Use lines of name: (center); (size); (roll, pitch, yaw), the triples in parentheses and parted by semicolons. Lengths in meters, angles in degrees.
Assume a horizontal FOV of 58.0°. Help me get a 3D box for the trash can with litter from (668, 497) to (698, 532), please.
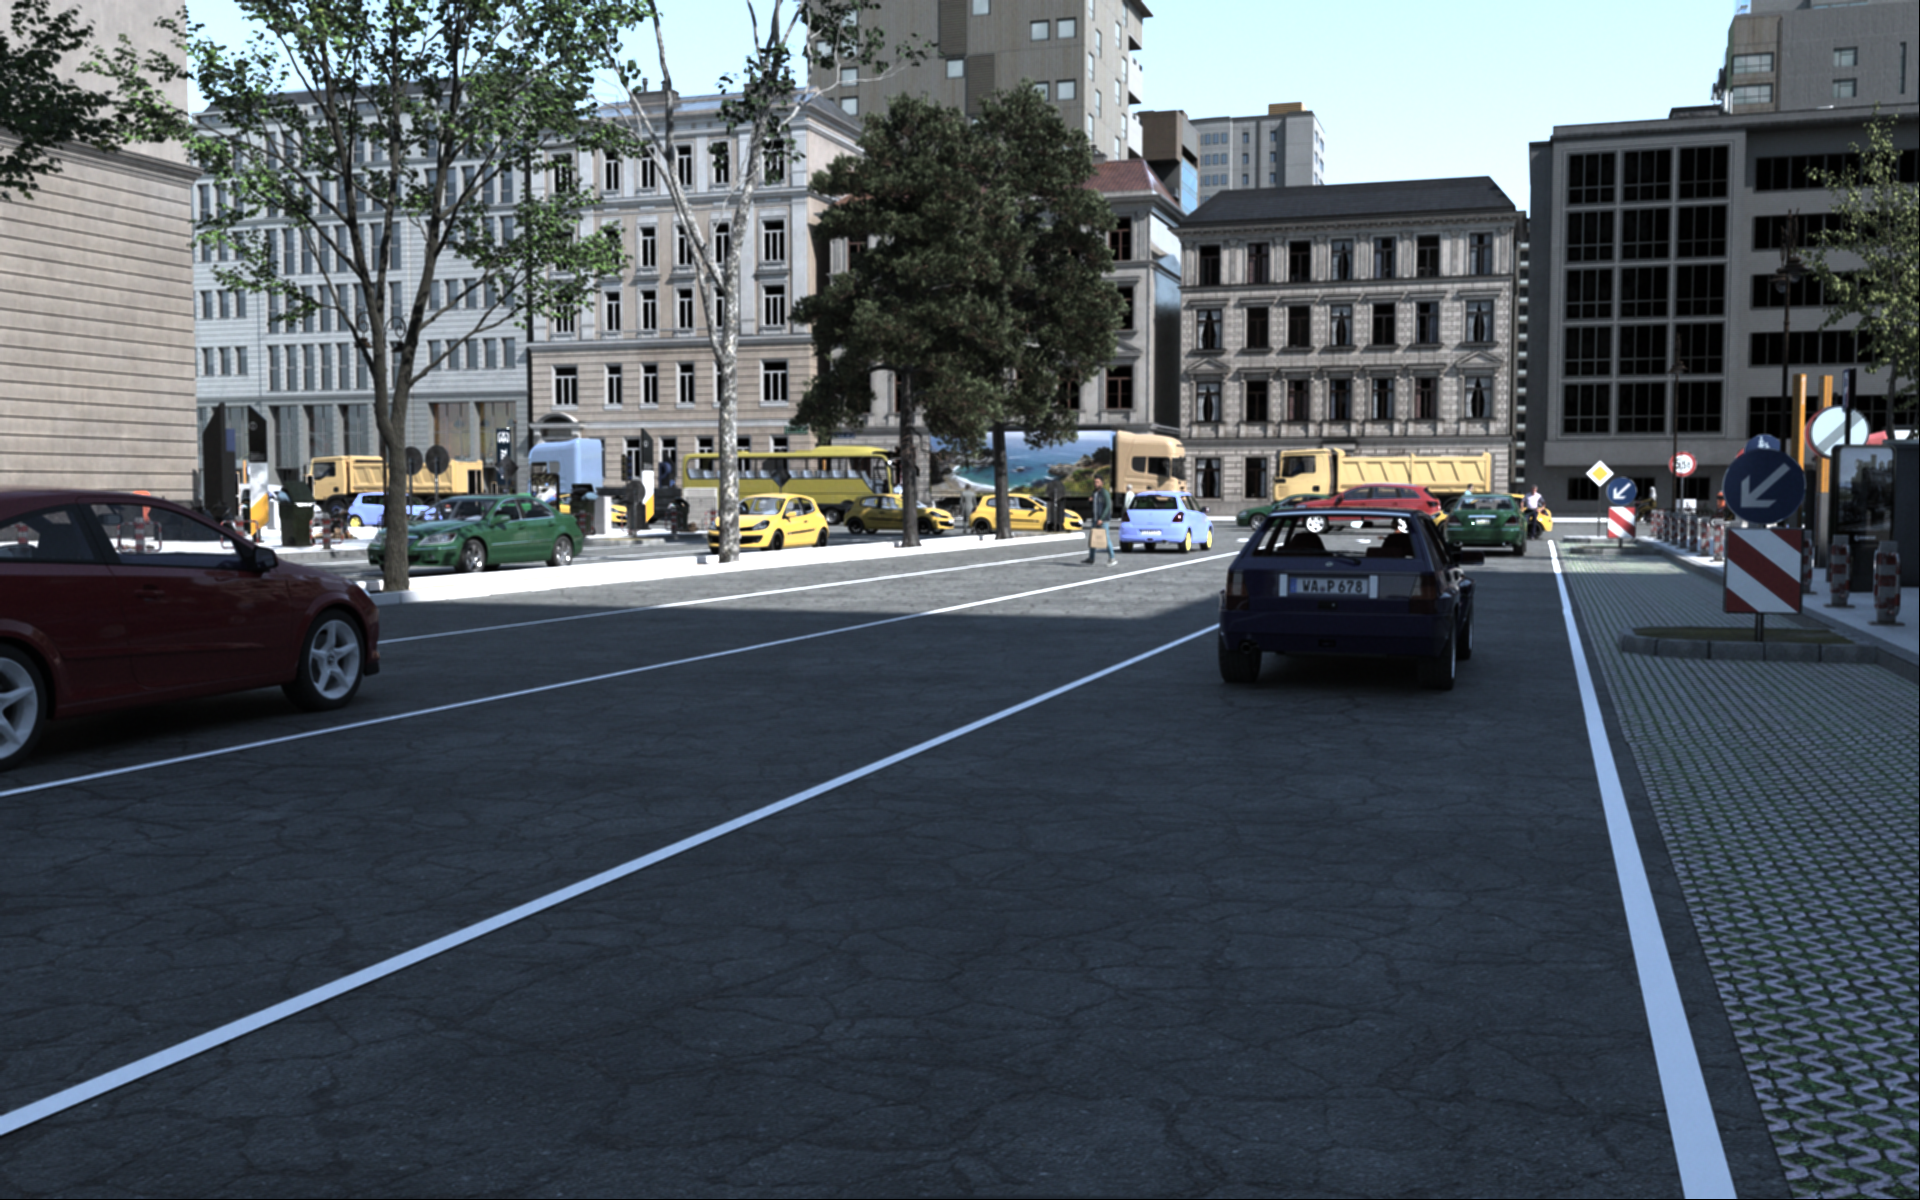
trash can with litter: (-9.383, -2.902, 58.827); (0.624, 1.170, 1.055); (2, 4, 27)

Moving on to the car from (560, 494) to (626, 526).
car: (-16.619, -4.132, 77.774); (3.980, 1.641, 2.015); (1, 4, 19)

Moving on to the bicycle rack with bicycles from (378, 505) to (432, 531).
bicycle rack with bicycles: (-18.307, -2.713, 57.740); (2.852, 0.926, 2.925); (1, 4, 20)

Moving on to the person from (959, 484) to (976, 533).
person: (0.316, -3.373, 63.745); (0.694, 1.812, 0.767); (-1, 4, -10)

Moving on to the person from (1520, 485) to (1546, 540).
person: (17.795, -2.718, 53.870); (0.756, 1.711, 0.436); (2, 4, 29)

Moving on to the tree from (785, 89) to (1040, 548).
tree: (-1.383, -7.396, 45.441); (6.751, 12.117, 7.091); (0, 3, 0)

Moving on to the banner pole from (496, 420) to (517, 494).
banner pole: (-15.209, -4.183, 58.404); (0.863, 3.779, 0.401); (-2, 4, -25)

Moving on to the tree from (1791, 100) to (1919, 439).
tree: (18.078, -5.046, 32.860); (4.737, 8.622, 4.395); (0, 3, 0)

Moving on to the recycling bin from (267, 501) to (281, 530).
recycling bin: (-24.323, -3.022, 61.965); (0.722, 1.027, 0.722); (3, 5, 44)

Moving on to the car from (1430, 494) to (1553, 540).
car: (17.001, -2.787, 55.796); (3.980, 1.641, 2.015); (1, 4, 20)

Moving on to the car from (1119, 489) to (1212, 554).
car: (5.186, -2.057, 43.218); (1.945, 1.707, 3.694); (1, 4, 20)

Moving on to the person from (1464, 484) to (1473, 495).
person: (19.935, -3.647, 67.989); (0.638, 1.841, 0.748); (-2, 4, -33)

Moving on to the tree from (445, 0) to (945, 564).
tree: (-5.493, -10.816, 35.187); (12.611, 20.169, 13.585); (0, 3, 0)

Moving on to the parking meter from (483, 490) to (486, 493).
parking meter: (-28.418, -5.798, 103.211); (0.372, 1.533, 0.369); (0, 3, 0)

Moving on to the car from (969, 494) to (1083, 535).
car: (2.318, -3.093, 60.788); (3.980, 1.641, 2.015); (1, 4, 17)

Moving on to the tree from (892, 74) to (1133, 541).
tree: (1.198, -8.710, 52.291); (7.806, 13.903, 7.818); (0, 3, 0)

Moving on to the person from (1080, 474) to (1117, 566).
person: (2.786, -1.585, 34.403); (0.713, 1.824, 0.794); (-1, 4, -12)

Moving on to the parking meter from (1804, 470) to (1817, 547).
parking meter: (20.622, -2.206, 41.777); (0.399, 1.863, 0.255); (-1, 4, -13)

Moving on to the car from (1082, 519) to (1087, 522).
car: (3.257, -4.118, 76.125); (4.718, 1.807, 1.959); (1, 4, 18)

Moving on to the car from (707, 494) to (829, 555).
car: (-4.639, -1.936, 41.870); (2.015, 1.641, 3.980); (1, 4, 20)

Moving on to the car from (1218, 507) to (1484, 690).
car: (3.255, -0.099, 14.193); (1.945, 1.354, 3.894); (1, 4, 19)

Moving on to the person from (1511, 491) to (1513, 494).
person: (59.114, -10.778, 185.508); (1.217, 1.735, 0.721); (2, 4, 30)

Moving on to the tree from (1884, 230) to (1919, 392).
tree: (25.237, -5.681, 43.248); (4.360, 8.622, 3.978); (0, 3, 0)

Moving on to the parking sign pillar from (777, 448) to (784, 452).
parking sign pillar: (-10.908, -6.856, 100.575); (1.447, 3.967, 1.447); (-2, 4, -30)

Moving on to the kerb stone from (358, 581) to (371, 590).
kerb stone: (-8.877, -0.161, 24.884); (0.120, 0.150, 1.000); (1, 4, 18)

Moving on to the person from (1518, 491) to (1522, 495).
person: (61.949, -11.204, 191.702); (1.348, 1.821, 0.705); (-1, 4, -15)

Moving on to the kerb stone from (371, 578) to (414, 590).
kerb stone: (-8.557, -0.219, 25.859); (0.120, 0.150, 1.000); (1, 4, 18)

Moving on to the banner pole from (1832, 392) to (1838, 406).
banner pole: (21.554, -3.228, 42.801); (0.401, 3.779, 0.863); (1, 4, 23)

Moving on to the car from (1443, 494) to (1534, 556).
car: (12.690, -1.831, 41.732); (2.131, 1.459, 4.920); (1, 4, 19)

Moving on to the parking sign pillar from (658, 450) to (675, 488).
parking sign pillar: (-17.815, -7.145, 105.290); (1.447, 3.967, 1.447); (-3, 5, -39)

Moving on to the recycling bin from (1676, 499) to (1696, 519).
recycling bin: (37.034, -4.637, 88.369); (0.722, 1.027, 0.722); (0, 4, -7)

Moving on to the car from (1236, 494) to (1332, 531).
car: (13.202, -3.400, 67.386); (4.920, 1.459, 2.131); (1, 4, 19)

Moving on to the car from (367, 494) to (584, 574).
car: (-8.774, -1.217, 31.688); (2.131, 1.459, 4.920); (1, 4, 20)

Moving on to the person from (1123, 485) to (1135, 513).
person: (6.098, -3.224, 61.706); (0.515, 1.767, 0.782); (2, 4, 34)

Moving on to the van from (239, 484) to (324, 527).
van: (-28.182, -3.925, 71.182); (4.112, 2.044, 2.013); (1, 4, 17)

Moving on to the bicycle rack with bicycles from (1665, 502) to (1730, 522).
bicycle rack with bicycles: (33.901, -4.061, 79.785); (2.925, 0.926, 2.852); (2, 4, 23)

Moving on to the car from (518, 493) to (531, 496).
car: (-20.914, -4.512, 82.574); (4.718, 1.807, 1.959); (1, 4, 17)

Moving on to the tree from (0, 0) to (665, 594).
tree: (-7.975, -5.870, 24.181); (9.928, 11.665, 9.643); (0, 3, 0)

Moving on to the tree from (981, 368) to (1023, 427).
tree: (1.725, -8.984, 97.251); (4.360, 8.622, 3.978); (0, 3, 0)

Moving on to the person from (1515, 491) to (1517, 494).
person: (70.250, -12.844, 218.636); (0.705, 1.807, 1.348); (0, 4, -8)

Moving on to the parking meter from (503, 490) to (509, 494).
parking meter: (-26.086, -5.575, 99.563); (0.372, 1.533, 0.369); (0, 3, 0)

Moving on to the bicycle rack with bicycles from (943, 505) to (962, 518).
bicycle rack with bicycles: (0.119, -4.831, 92.374); (2.925, 0.926, 2.852); (-1, 4, -17)

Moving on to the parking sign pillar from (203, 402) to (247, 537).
parking sign pillar: (-22.065, -3.862, 51.609); (1.447, 3.967, 1.447); (3, 5, 44)

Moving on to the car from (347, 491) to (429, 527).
car: (-22.227, -3.586, 68.225); (3.694, 1.707, 1.945); (1, 4, 17)

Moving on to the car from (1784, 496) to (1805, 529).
car: (25.389, -2.654, 53.186); (2.009, 1.686, 4.222); (1, 4, 18)

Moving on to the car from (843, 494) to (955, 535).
car: (-2.172, -3.181, 62.241); (3.980, 1.641, 2.015); (1, 4, 19)

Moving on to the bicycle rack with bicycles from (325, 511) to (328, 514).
bicycle rack with bicycles: (-38.795, -5.840, 108.871); (2.852, 0.926, 2.925); (1, 4, 12)

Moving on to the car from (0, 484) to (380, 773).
car: (-5.350, -0.086, 10.454); (2.155, 1.783, 4.494); (1, 4, 17)

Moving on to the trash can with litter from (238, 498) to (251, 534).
trash can with litter: (-22.691, -2.686, 55.309); (0.624, 1.170, 1.055); (-1, 4, -21)

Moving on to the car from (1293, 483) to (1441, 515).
car: (14.534, -3.261, 61.984); (5.304, 1.827, 2.281); (1, 4, 20)
